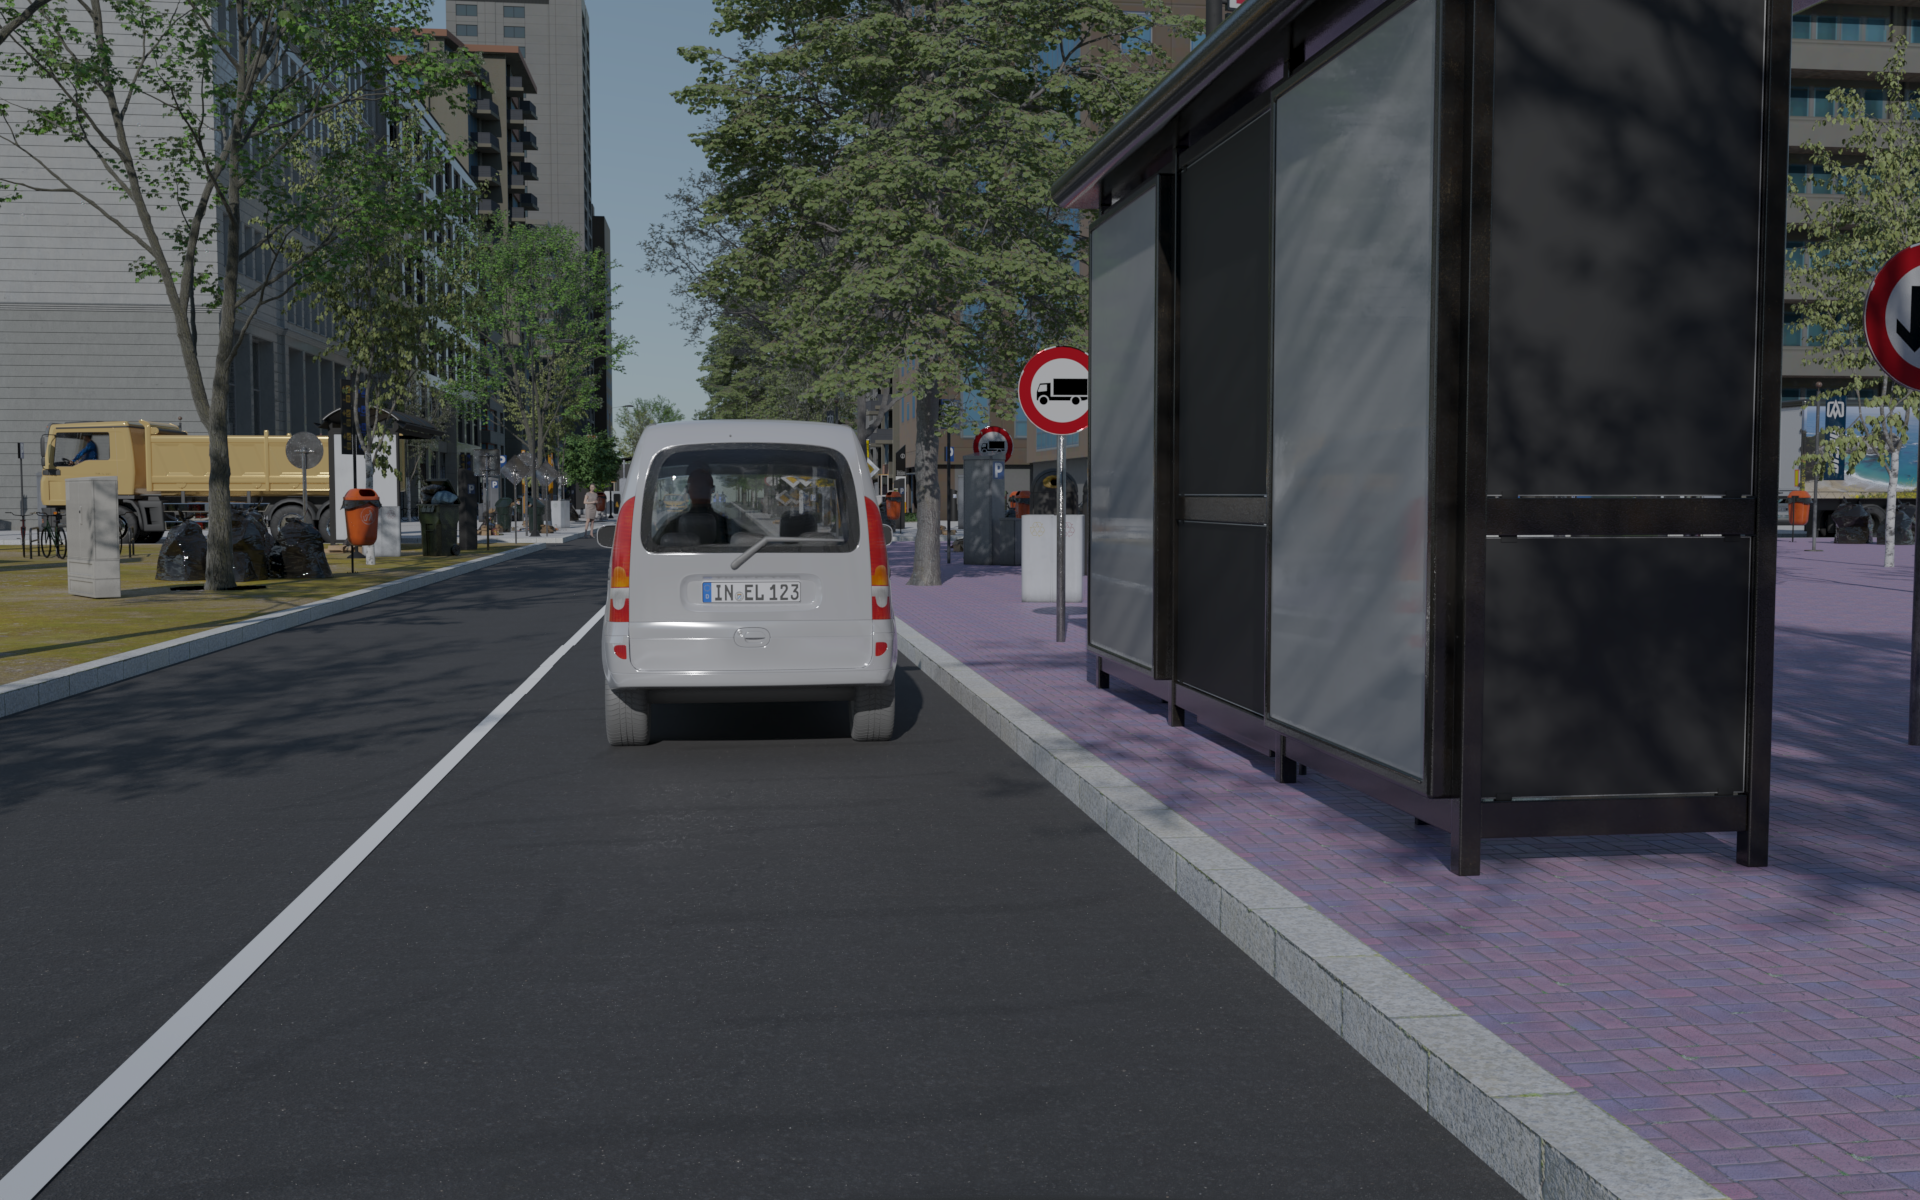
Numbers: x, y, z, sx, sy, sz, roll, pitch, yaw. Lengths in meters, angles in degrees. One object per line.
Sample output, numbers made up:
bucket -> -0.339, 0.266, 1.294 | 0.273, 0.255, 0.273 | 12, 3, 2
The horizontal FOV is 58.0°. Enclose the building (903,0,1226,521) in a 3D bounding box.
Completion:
building -> 4.443, -26.860, 89.272 | 14.600, 45.320, 14.200 | 0, 4, -8

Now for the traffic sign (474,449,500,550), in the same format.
traffic sign -> -10.766, -2.283, 39.460 | 0.606, 2.300, 0.079 | 0, 4, 1

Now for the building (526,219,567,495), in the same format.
building -> -65.500, -32.778, 227.794 | 32.217, 40.220, 23.993 | 0, 4, -8

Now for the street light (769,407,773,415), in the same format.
street light -> -10.201, -7.150, 89.441 | 1.470, 5.913, 1.316 | 0, 4, -8

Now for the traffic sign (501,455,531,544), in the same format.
traffic sign -> -11.351, -2.483, 44.236 | 0.795, 2.450, 0.064 | 0, 4, -8

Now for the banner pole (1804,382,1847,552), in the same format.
banner pole -> 19.384, -2.979, 38.730 | 0.863, 3.779, 0.401 | 0, 4, 2

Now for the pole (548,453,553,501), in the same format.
pole -> -20.439, -5.667, 86.506 | 0.158, 3.312, 0.155 | 0, 3, 0

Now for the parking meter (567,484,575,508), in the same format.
parking meter -> -23.346, -6.007, 103.922 | 0.255, 1.863, 0.399 | 2, 4, 28

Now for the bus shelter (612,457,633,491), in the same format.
bus shelter -> -21.025, -7.254, 109.887 | 1.731, 3.624, 6.357 | 0, 4, -8

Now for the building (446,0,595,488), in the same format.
building -> -61.596, -49.661, 250.216 | 20.563, 71.187, 20.611 | 0, 4, -8

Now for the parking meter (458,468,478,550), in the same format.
parking meter -> -11.297, -2.083, 39.771 | 0.255, 1.863, 0.399 | 2, 4, 29

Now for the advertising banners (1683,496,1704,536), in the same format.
advertising banners -> 16.035, -2.536, 37.644 | 0.090, 3.025, 2.074 | 3, 4, 38

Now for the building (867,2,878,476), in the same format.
building -> -0.907, -45.538, 182.796 | 20.563, 71.187, 20.611 | 0, 4, -8

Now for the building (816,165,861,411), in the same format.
building -> -9.607, -38.271, 249.431 | 21.300, 48.544, 21.600 | 0, 4, -8

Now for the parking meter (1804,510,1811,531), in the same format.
parking meter -> 29.231, -3.126, 59.516 | 0.372, 1.533, 0.369 | 0, 3, 0

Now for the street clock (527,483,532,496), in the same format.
street clock -> -26.621, -6.276, 107.176 | 0.471, 2.002, 0.358 | -3, 5, -44

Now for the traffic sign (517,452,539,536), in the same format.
traffic sign -> -13.217, -3.221, 52.767 | 0.768, 2.556, 0.104 | 0, 4, -5

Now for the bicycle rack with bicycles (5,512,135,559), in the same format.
bicycle rack with bicycles -> -17.919, -1.327, 35.086 | 2.852, 0.926, 2.925 | -1, 4, -22

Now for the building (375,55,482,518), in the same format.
building -> -41.542, -18.420, 105.682 | 19.350, 26.468, 34.151 | 0, 4, -8

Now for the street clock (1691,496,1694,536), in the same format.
street clock -> 16.700, -2.135, 39.474 | 0.471, 2.002, 0.358 | 1, 4, 11

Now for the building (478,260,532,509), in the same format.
building -> -49.796, -17.914, 137.933 | 27.650, 21.520, 28.899 | 0, 4, -8

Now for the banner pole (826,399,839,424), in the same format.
banner pole -> -3.348, -3.407, 45.721 | 0.401, 3.779, 0.863 | -2, 4, -29

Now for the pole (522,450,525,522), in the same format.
pole -> -20.238, -5.294, 80.403 | 0.158, 3.312, 0.155 | 0, 3, 0

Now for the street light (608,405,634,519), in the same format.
street light -> -17.672, -7.197, 90.219 | 1.470, 5.913, 1.316 | 0, 4, -8

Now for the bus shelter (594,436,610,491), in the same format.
bus shelter -> -24.462, -8.676, 119.490 | 2.179, 5.291, 8.768 | 0, 4, -8

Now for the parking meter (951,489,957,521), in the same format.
parking meter -> -0.303, -4.458, 81.300 | 0.372, 1.533, 0.369 | 0, 3, 0

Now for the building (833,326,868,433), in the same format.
building -> -10.238, -28.102, 231.175 | 14.160, 30.474, 14.107 | 0, 4, -8

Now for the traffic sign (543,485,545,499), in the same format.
traffic sign -> -21.686, -5.523, 90.300 | 0.884, 2.594, 0.081 | 0, 3, 0

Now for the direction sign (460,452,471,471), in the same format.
direction sign -> -26.819, -6.240, 94.025 | 0.379, 3.537, 0.876 | 1, 4, 19

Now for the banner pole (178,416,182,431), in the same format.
banner pole -> -25.049, -4.015, 55.668 | 0.401, 3.779, 0.863 | -1, 4, -17

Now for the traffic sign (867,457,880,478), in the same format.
traffic sign -> -2.851, -3.170, 53.014 | 0.795, 2.450, 0.064 | 0, 4, -2

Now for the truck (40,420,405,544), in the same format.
truck -> -20.263, -3.114, 46.843 | 9.791, 3.379, 3.469 | 0, 4, -8

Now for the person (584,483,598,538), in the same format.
person -> -12.003, -2.909, 56.401 | 0.374, 1.781, 0.599 | 3, 5, 44

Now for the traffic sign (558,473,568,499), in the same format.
traffic sign -> -22.542, -6.017, 98.486 | 0.768, 2.556, 0.104 | 0, 4, 2

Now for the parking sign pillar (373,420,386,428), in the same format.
parking sign pillar -> -18.643, -4.042, 54.554 | 1.447, 3.967, 1.447 | 0, 4, 4

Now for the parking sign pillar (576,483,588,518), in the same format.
parking sign pillar -> -19.717, -6.324, 91.868 | 1.447, 3.967, 1.447 | 1, 4, 19

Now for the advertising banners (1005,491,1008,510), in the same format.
advertising banners -> 1.480, -4.295, 66.418 | 0.090, 3.025, 2.074 | 1, 4, 21

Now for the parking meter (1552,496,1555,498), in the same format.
parking meter -> 26.605, -4.211, 77.257 | 0.372, 1.533, 0.369 | 0, 3, 0

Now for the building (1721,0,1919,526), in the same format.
building -> 39.872, -27.872, 79.409 | 21.600, 48.544, 21.300 | 0, 4, -8

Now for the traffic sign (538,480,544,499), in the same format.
traffic sign -> -20.468, -5.120, 84.901 | 0.795, 2.450, 0.064 | 0, 4, -4

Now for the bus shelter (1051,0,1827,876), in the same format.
bus shelter -> 1.883, -1.978, 9.980 | 2.179, 5.291, 8.768 | 0, 4, -8

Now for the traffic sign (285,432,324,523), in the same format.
traffic sign -> -13.388, -2.158, 35.394 | 0.768, 2.556, 0.104 | 0, 4, -2

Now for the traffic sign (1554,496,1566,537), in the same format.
traffic sign -> 4.297, -0.751, 12.391 | 0.768, 2.556, 0.104 | 0, 4, -6

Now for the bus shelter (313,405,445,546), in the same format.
bus shelter -> -13.790, -2.912, 41.529 | 2.014, 3.302, 5.546 | 0, 4, -8

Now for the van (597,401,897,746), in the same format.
van -> -1.386, -0.262, 11.300 | 2.013, 2.044, 4.112 | 0, 4, -8

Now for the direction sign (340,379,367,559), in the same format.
direction sign -> -12.060, -2.601, 34.519 | 0.379, 3.537, 0.876 | 1, 4, 13

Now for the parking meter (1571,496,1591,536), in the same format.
parking meter -> 9.836, -1.157, 27.331 | 0.372, 1.533, 0.369 | 0, 3, 0

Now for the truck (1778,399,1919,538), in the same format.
truck -> 30.257, -3.921, 53.017 | 11.283, 4.237, 2.839 | 0, 4, -7

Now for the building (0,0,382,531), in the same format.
building -> -33.490, -18.164, 74.470 | 11.434, 29.767, 29.804 | 0, 4, -8

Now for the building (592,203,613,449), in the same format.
building -> -61.629, -37.881, 269.472 | 14.600, 45.320, 14.200 | 0, 4, -8

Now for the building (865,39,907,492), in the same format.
building -> 2.574, -30.858, 159.155 | 22.147, 44.769, 28.867 | 0, 4, -8

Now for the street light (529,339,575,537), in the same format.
street light -> -12.239, -4.859, 51.991 | 1.470, 5.913, 1.316 | 0, 4, -8

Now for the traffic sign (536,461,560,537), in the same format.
traffic sign -> -12.445, -2.967, 52.146 | 0.795, 2.450, 0.064 | 0, 4, -8

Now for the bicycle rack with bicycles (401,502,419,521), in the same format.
bicycle rack with bicycles -> -25.334, -4.242, 82.743 | 2.925, 0.926, 2.852 | -3, 5, -41

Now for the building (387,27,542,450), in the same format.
building -> -52.314, -31.276, 165.979 | 22.147, 44.769, 28.867 | 0, 4, -8

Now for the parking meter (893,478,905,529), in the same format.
parking meter -> -2.222, -3.524, 63.337 | 0.255, 1.863, 0.399 | 3, 5, 41

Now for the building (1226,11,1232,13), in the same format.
building -> 10.964, -25.807, 72.049 | 14.200, 45.320, 14.600 | 0, 4, -8

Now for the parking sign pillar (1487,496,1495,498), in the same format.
parking sign pillar -> 36.090, -7.946, 118.384 | 1.447, 3.967, 1.447 | -1, 4, -8

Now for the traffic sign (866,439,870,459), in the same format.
traffic sign -> -4.444, -4.282, 63.876 | 2.265, 3.308, 0.079 | 0, 4, -2
